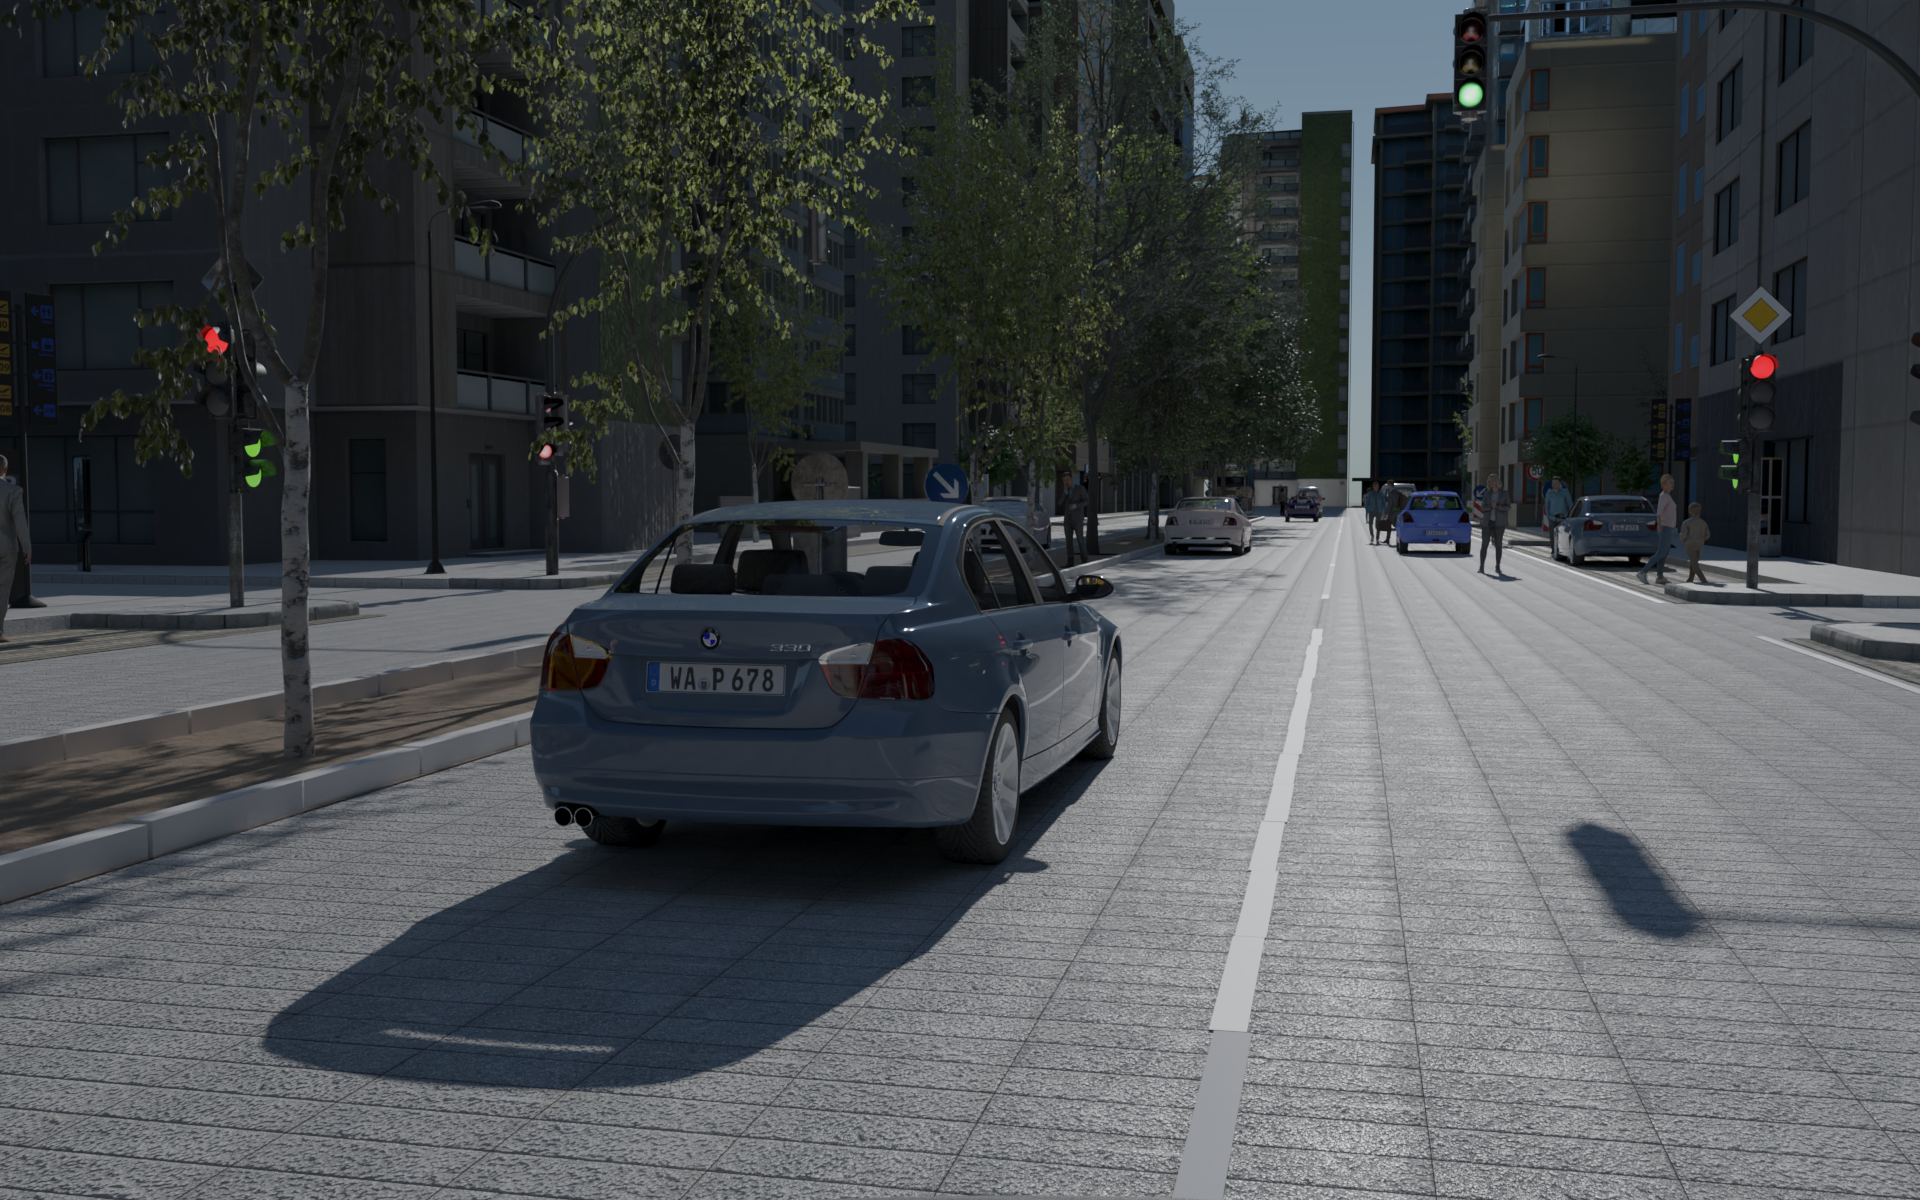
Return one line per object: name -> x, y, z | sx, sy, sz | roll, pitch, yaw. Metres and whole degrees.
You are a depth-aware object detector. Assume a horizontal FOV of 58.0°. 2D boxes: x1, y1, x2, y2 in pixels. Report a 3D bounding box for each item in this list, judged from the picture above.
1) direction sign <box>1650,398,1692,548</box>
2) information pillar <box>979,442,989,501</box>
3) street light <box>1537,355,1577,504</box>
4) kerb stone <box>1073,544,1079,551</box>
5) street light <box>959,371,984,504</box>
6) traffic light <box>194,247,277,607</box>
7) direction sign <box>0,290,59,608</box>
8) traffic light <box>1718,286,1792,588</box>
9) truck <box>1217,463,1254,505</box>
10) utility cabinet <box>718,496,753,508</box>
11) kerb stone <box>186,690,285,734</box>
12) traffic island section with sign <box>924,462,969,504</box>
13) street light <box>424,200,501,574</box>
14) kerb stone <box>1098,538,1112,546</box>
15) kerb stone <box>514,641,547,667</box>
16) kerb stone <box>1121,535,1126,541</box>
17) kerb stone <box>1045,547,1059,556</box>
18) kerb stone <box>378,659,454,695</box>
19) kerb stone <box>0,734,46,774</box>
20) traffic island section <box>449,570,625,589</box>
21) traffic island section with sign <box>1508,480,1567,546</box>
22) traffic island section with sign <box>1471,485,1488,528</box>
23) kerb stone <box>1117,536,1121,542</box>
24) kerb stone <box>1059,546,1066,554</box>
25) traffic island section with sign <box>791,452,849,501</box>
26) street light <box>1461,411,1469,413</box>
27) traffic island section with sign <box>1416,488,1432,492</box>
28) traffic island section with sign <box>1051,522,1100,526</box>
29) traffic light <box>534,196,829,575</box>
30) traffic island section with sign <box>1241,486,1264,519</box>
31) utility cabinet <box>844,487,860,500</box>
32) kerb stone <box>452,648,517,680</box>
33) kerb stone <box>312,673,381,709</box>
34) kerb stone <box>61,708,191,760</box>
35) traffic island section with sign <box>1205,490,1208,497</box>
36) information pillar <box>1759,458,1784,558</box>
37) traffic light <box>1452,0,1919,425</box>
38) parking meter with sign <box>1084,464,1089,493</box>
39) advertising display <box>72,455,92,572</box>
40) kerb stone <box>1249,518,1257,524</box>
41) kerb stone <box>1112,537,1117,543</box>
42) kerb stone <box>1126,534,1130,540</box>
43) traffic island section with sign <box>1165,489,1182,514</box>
direction sign -> 16.860, -3.006, 41.149 | 0.876, 3.537, 0.379 | 2, 4, 28
information pillar -> 0.988, -4.962, 72.484 | 0.183, 3.616, 0.504 | -3, 5, -44
street light -> 19.931, -5.212, 57.756 | 1.470, 5.913, 1.316 | 1, 4, 13
kerb stone -> 2.779, -1.291, 43.305 | 0.120, 0.150, 1.000 | 1, 4, 13
street light -> 0.524, -5.673, 65.287 | 1.470, 5.913, 1.316 | 1, 4, 13
traffic light -> -8.198, -1.874, 19.557 | 0.839, 4.253, 0.868 | 1, 4, 13
direction sign -> -10.541, -1.681, 19.486 | 0.379, 3.537, 0.876 | 2, 4, 26
traffic light -> 10.787, -2.116, 23.517 | 0.839, 4.253, 0.868 | 1, 4, 13
truck -> 23.455, -9.713, 147.715 | 2.839, 4.237, 11.283 | 1, 4, 14
utility cabinet -> -6.485, -2.386, 50.168 | 1.020, 1.237, 0.306 | -1, 4, -22
kerb stone -> -4.507, 0.699, 10.772 | 0.120, 0.150, 1.000 | 1, 4, 13
traffic island section with sign -> -0.054, -1.075, 25.705 | 2.006, 1.907, 1.989 | 1, 4, 13
street light -> -7.936, -3.370, 27.648 | 1.470, 5.913, 1.316 | 1, 4, 13
kerb stone -> 4.130, -1.655, 49.317 | 0.120, 0.150, 1.000 | 1, 4, 13
kerb stone -> -3.607, 0.455, 14.760 | 0.120, 0.150, 1.000 | 1, 4, 13
kerb stone -> 4.807, -1.841, 52.318 | 0.120, 0.150, 1.000 | 1, 4, 13
kerb stone -> 2.107, -1.103, 40.299 | 0.120, 0.150, 1.000 | 1, 4, 13
kerb stone -> -4.055, 0.577, 12.766 | 0.120, 0.150, 1.000 | 1, 4, 13
kerb stone -> -4.955, 0.821, 8.772 | 0.120, 0.150, 1.000 | 1, 4, 13
traffic island section -> -6.488, -0.319, 27.493 | 2.009, 0.180, 2.903 | 1, 4, 13
traffic island section with sign -> 16.335, -2.419, 48.179 | 1.989, 1.847, 2.006 | 1, 4, 13
traffic island section with sign -> 22.236, -4.028, 74.483 | 1.989, 1.847, 2.006 | 1, 4, 13
kerb stone -> 4.580, -1.781, 51.316 | 0.120, 0.150, 1.000 | 1, 4, 13
kerb stone -> 2.333, -1.168, 41.296 | 0.120, 0.150, 1.000 | 1, 4, 13
traffic island section with sign -> -1.683, -0.633, 18.478 | 2.006, 1.907, 1.989 | 1, 4, 13
street light -> 28.621, -7.584, 96.540 | 1.470, 5.913, 1.316 | 1, 4, 13
traffic island section with sign -> 33.096, -6.990, 122.920 | 1.989, 1.847, 2.006 | 1, 4, 13
traffic island section with sign -> 5.275, -4.270, 78.448 | 1.989, 1.847, 2.006 | 1, 4, 13
traffic light -> -4.391, -3.196, 26.927 | 4.771, 5.953, 1.251 | 1, 4, 13
traffic island section with sign -> 16.370, -5.559, 99.033 | 2.006, 1.907, 1.989 | 1, 4, 13
utility cabinet -> -3.219, -2.541, 50.218 | 0.318, 1.500, 1.173 | 1, 4, 17
kerb stone -> -3.828, 0.518, 13.762 | 0.120, 0.150, 1.000 | 1, 4, 13
kerb stone -> -4.281, 0.641, 11.769 | 0.120, 0.150, 1.000 | 1, 4, 13
kerb stone -> -4.732, 0.760, 9.770 | 0.120, 0.150, 1.000 | 1, 4, 13
traffic island section with sign -> 22.010, -8.838, 153.124 | 1.989, 1.847, 2.006 | 1, 4, 13
information pillar -> 16.390, -1.865, 34.992 | 0.304, 2.012, 0.304 | -1, 4, -11
traffic light -> 6.980, -2.530, 16.041 | 4.771, 5.953, 1.251 | 1, 4, 13
parking meter with sign -> 7.521, -6.307, 99.375 | 0.543, 3.016, 1.738 | 0, 4, -4
advertising display -> -14.554, -1.438, 28.731 | 0.123, 1.923, 0.974 | -3, 4, -36
kerb stone -> 14.702, -3.956, 86.872 | 0.120, 0.150, 1.000 | 1, 4, 13
kerb stone -> 4.363, -1.720, 50.312 | 0.120, 0.150, 1.000 | 1, 4, 13
kerb stone -> 5.030, -1.903, 53.315 | 0.120, 0.150, 1.000 | 1, 4, 13
traffic island section with sign -> 16.103, -7.225, 126.758 | 1.989, 1.847, 2.006 | 1, 4, 13
